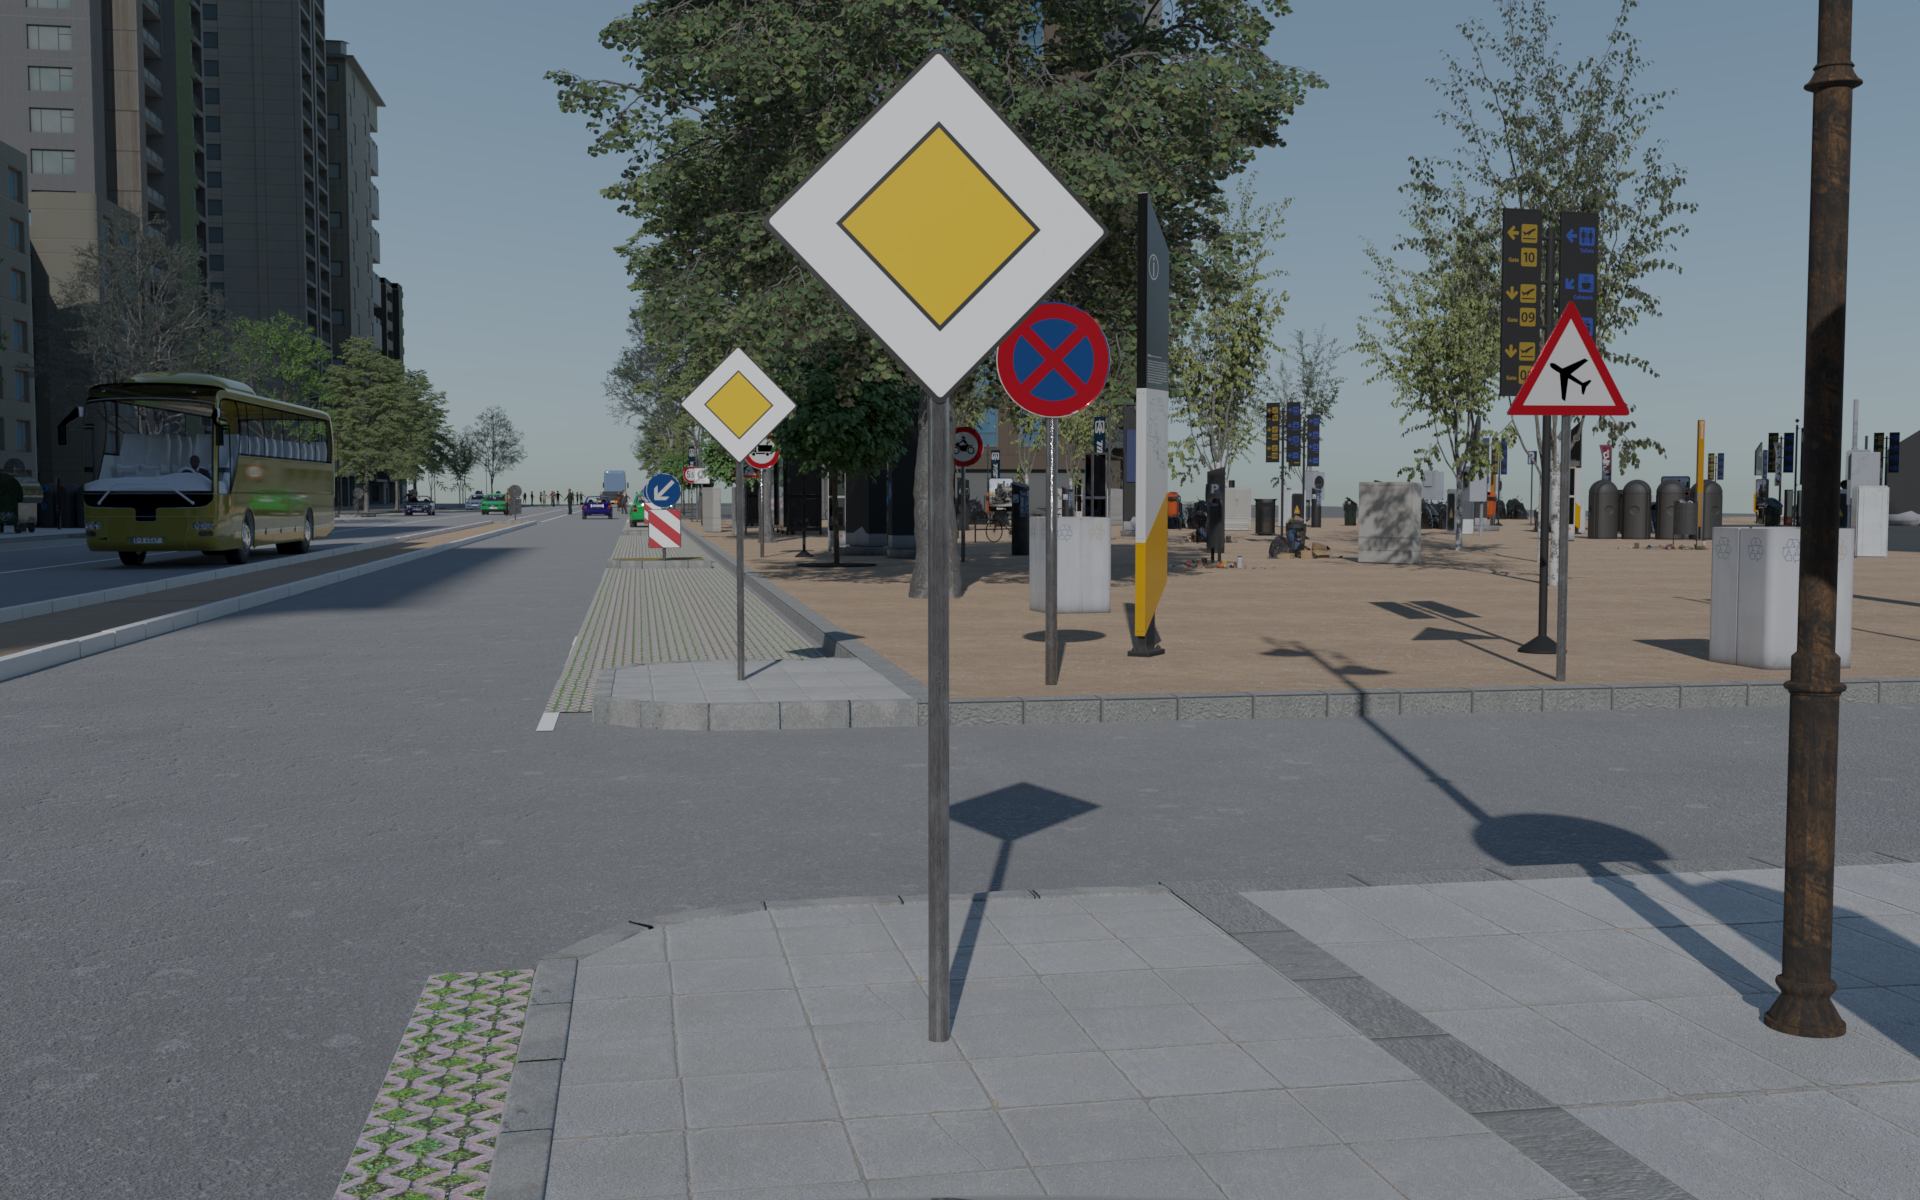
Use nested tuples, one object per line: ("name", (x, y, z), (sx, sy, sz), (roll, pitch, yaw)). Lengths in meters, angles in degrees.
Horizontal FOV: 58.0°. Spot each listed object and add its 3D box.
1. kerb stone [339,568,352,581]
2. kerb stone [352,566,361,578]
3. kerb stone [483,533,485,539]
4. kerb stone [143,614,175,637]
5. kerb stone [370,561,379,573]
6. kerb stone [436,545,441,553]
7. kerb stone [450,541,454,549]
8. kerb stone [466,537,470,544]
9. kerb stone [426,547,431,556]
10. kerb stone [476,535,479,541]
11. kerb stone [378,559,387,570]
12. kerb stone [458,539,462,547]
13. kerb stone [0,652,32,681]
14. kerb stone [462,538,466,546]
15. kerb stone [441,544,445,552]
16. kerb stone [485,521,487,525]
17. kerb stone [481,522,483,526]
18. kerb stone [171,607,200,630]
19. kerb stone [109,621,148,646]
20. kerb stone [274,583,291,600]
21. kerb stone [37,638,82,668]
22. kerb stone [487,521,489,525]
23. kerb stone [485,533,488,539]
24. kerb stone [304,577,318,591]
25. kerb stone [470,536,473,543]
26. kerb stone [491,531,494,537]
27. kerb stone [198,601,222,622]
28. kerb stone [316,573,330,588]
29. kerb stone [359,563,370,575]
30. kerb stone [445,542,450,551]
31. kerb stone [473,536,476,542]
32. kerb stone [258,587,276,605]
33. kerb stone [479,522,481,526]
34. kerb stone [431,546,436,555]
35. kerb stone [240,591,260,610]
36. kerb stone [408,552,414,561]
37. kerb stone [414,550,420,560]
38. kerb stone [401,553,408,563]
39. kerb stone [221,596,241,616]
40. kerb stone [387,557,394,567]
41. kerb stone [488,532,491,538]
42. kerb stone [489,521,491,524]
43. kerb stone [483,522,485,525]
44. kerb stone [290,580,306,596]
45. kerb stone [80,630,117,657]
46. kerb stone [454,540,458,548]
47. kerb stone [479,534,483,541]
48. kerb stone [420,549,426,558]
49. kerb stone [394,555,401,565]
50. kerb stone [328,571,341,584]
("kerb stone", (-10.306, -0.404, 28.811), (0.120, 0.150, 1.000), (-1, 4, -10))
("kerb stone", (-10.500, -0.462, 29.819), (0.120, 0.150, 1.000), (-1, 4, -10))
("kerb stone", (-14.988, -1.946, 54.004), (0.120, 0.150, 1.000), (-1, 4, -10))
("kerb stone", (-8.248, 0.274, 17.716), (0.120, 0.150, 1.000), (-1, 4, -10))
("kerb stone", (-10.866, -0.586, 31.834), (0.120, 0.150, 1.000), (-1, 4, -10))
("kerb stone", (-12.740, -1.201, 41.916), (0.120, 0.150, 1.000), (-1, 4, -10))
("kerb stone", (-13.306, -1.391, 44.940), (0.120, 0.150, 1.000), (-1, 4, -10))
("kerb stone", (-14.048, -1.635, 48.961), (0.120, 0.150, 1.000), (-1, 4, -10))
("kerb stone", (-12.362, -1.082, 39.891), (0.120, 0.150, 1.000), (-1, 4, -10))
("kerb stone", (-14.609, -1.822, 51.989), (0.120, 0.150, 1.000), (-1, 4, -10))
("kerb stone", (-11.056, -0.651, 32.838), (0.120, 0.150, 1.000), (-1, 4, -10))
("kerb stone", (-13.681, -1.514, 46.950), (0.120, 0.150, 1.000), (-1, 4, -10))
("kerb stone", (-7.499, 0.520, 13.687), (0.120, 0.150, 1.000), (-1, 4, -10))
("kerb stone", (-13.864, -1.572, 47.956), (0.120, 0.150, 1.000), (-1, 4, -10))
("kerb stone", (-12.937, -1.268, 42.922), (0.120, 0.150, 1.000), (-1, 4, -10))
("kerb stone", (-21.722, -3.462, 78.791), (0.120, 0.150, 1.000), (-1, 4, -10))
("kerb stone", (-21.350, -3.338, 76.772), (0.120, 0.150, 1.000), (-1, 4, -10))
("kerb stone", (-8.434, 0.213, 18.721), (0.120, 0.150, 1.000), (-1, 4, -10))
("kerb stone", (-8.064, 0.337, 16.711), (0.120, 0.150, 1.000), (-1, 4, -10))
("kerb stone", (-9.371, -0.096, 23.760), (0.120, 0.150, 1.000), (-1, 4, -10))
("kerb stone", (-7.696, 0.458, 14.700), (0.120, 0.150, 1.000), (-1, 4, -10))
("kerb stone", (-21.909, -3.520, 79.799), (0.120, 0.150, 1.000), (-1, 4, -10))
("kerb stone", (-15.174, -2.007, 55.009), (0.120, 0.150, 1.000), (-1, 4, -10))
("kerb stone", (-9.745, -0.219, 25.775), (0.120, 0.150, 1.000), (-1, 4, -10))
("kerb stone", (-14.237, -1.699, 49.971), (0.120, 0.150, 1.000), (-1, 4, -10))
("kerb stone", (-15.543, -2.130, 57.020), (0.120, 0.150, 1.000), (-1, 4, -10))
("kerb stone", (-8.618, 0.151, 19.734), (0.120, 0.150, 1.000), (-1, 4, -10))
("kerb stone", (-9.937, -0.279, 26.792), (0.120, 0.150, 1.000), (-1, 4, -10))
("kerb stone", (-10.681, -0.528, 30.827), (0.120, 0.150, 1.000), (-1, 4, -10))
("kerb stone", (-13.115, -1.329, 43.931), (0.120, 0.150, 1.000), (-1, 4, -10))
("kerb stone", (-14.428, -1.760, 50.983), (0.120, 0.150, 1.000), (-1, 4, -10))
("kerb stone", (-9.185, -0.034, 22.753), (0.120, 0.150, 1.000), (-1, 4, -10))
("kerb stone", (-21.165, -3.274, 75.767), (0.120, 0.150, 1.000), (-1, 4, -10))
("kerb stone", (-12.552, -1.141, 40.900), (0.120, 0.150, 1.000), (-1, 4, -10))
("kerb stone", (-8.996, 0.027, 21.749), (0.120, 0.150, 1.000), (-1, 4, -10))
("kerb stone", (-11.804, -0.898, 36.875), (0.120, 0.150, 1.000), (-1, 4, -10))
("kerb stone", (-11.997, -0.959, 37.879), (0.120, 0.150, 1.000), (-1, 4, -10))
("kerb stone", (-11.621, -0.836, 35.867), (0.120, 0.150, 1.000), (-1, 4, -10))
("kerb stone", (-8.812, 0.089, 20.737), (0.120, 0.150, 1.000), (-1, 4, -10))
("kerb stone", (-11.242, -0.712, 33.843), (0.120, 0.150, 1.000), (-1, 4, -10))
("kerb stone", (-15.363, -2.068, 56.014), (0.120, 0.150, 1.000), (-1, 4, -10))
("kerb stone", (-22.099, -3.585, 80.810), (0.120, 0.150, 1.000), (-1, 4, -10))
("kerb stone", (-21.535, -3.400, 77.787), (0.120, 0.150, 1.000), (-1, 4, -10))
("kerb stone", (-9.554, -0.157, 24.771), (0.120, 0.150, 1.000), (-1, 4, -10))
("kerb stone", (-7.880, 0.405, 15.706), (0.120, 0.150, 1.000), (-1, 4, -10))
("kerb stone", (-13.493, -1.453, 45.946), (0.120, 0.150, 1.000), (-1, 4, -10))
("kerb stone", (-14.795, -1.884, 52.994), (0.120, 0.150, 1.000), (-1, 4, -10))
("kerb stone", (-12.179, -1.021, 38.885), (0.120, 0.150, 1.000), (-1, 4, -10))
("kerb stone", (-11.430, -0.769, 34.854), (0.120, 0.150, 1.000), (-1, 4, -10))
("kerb stone", (-10.127, -0.343, 27.805), (0.120, 0.150, 1.000), (-1, 4, -10))
